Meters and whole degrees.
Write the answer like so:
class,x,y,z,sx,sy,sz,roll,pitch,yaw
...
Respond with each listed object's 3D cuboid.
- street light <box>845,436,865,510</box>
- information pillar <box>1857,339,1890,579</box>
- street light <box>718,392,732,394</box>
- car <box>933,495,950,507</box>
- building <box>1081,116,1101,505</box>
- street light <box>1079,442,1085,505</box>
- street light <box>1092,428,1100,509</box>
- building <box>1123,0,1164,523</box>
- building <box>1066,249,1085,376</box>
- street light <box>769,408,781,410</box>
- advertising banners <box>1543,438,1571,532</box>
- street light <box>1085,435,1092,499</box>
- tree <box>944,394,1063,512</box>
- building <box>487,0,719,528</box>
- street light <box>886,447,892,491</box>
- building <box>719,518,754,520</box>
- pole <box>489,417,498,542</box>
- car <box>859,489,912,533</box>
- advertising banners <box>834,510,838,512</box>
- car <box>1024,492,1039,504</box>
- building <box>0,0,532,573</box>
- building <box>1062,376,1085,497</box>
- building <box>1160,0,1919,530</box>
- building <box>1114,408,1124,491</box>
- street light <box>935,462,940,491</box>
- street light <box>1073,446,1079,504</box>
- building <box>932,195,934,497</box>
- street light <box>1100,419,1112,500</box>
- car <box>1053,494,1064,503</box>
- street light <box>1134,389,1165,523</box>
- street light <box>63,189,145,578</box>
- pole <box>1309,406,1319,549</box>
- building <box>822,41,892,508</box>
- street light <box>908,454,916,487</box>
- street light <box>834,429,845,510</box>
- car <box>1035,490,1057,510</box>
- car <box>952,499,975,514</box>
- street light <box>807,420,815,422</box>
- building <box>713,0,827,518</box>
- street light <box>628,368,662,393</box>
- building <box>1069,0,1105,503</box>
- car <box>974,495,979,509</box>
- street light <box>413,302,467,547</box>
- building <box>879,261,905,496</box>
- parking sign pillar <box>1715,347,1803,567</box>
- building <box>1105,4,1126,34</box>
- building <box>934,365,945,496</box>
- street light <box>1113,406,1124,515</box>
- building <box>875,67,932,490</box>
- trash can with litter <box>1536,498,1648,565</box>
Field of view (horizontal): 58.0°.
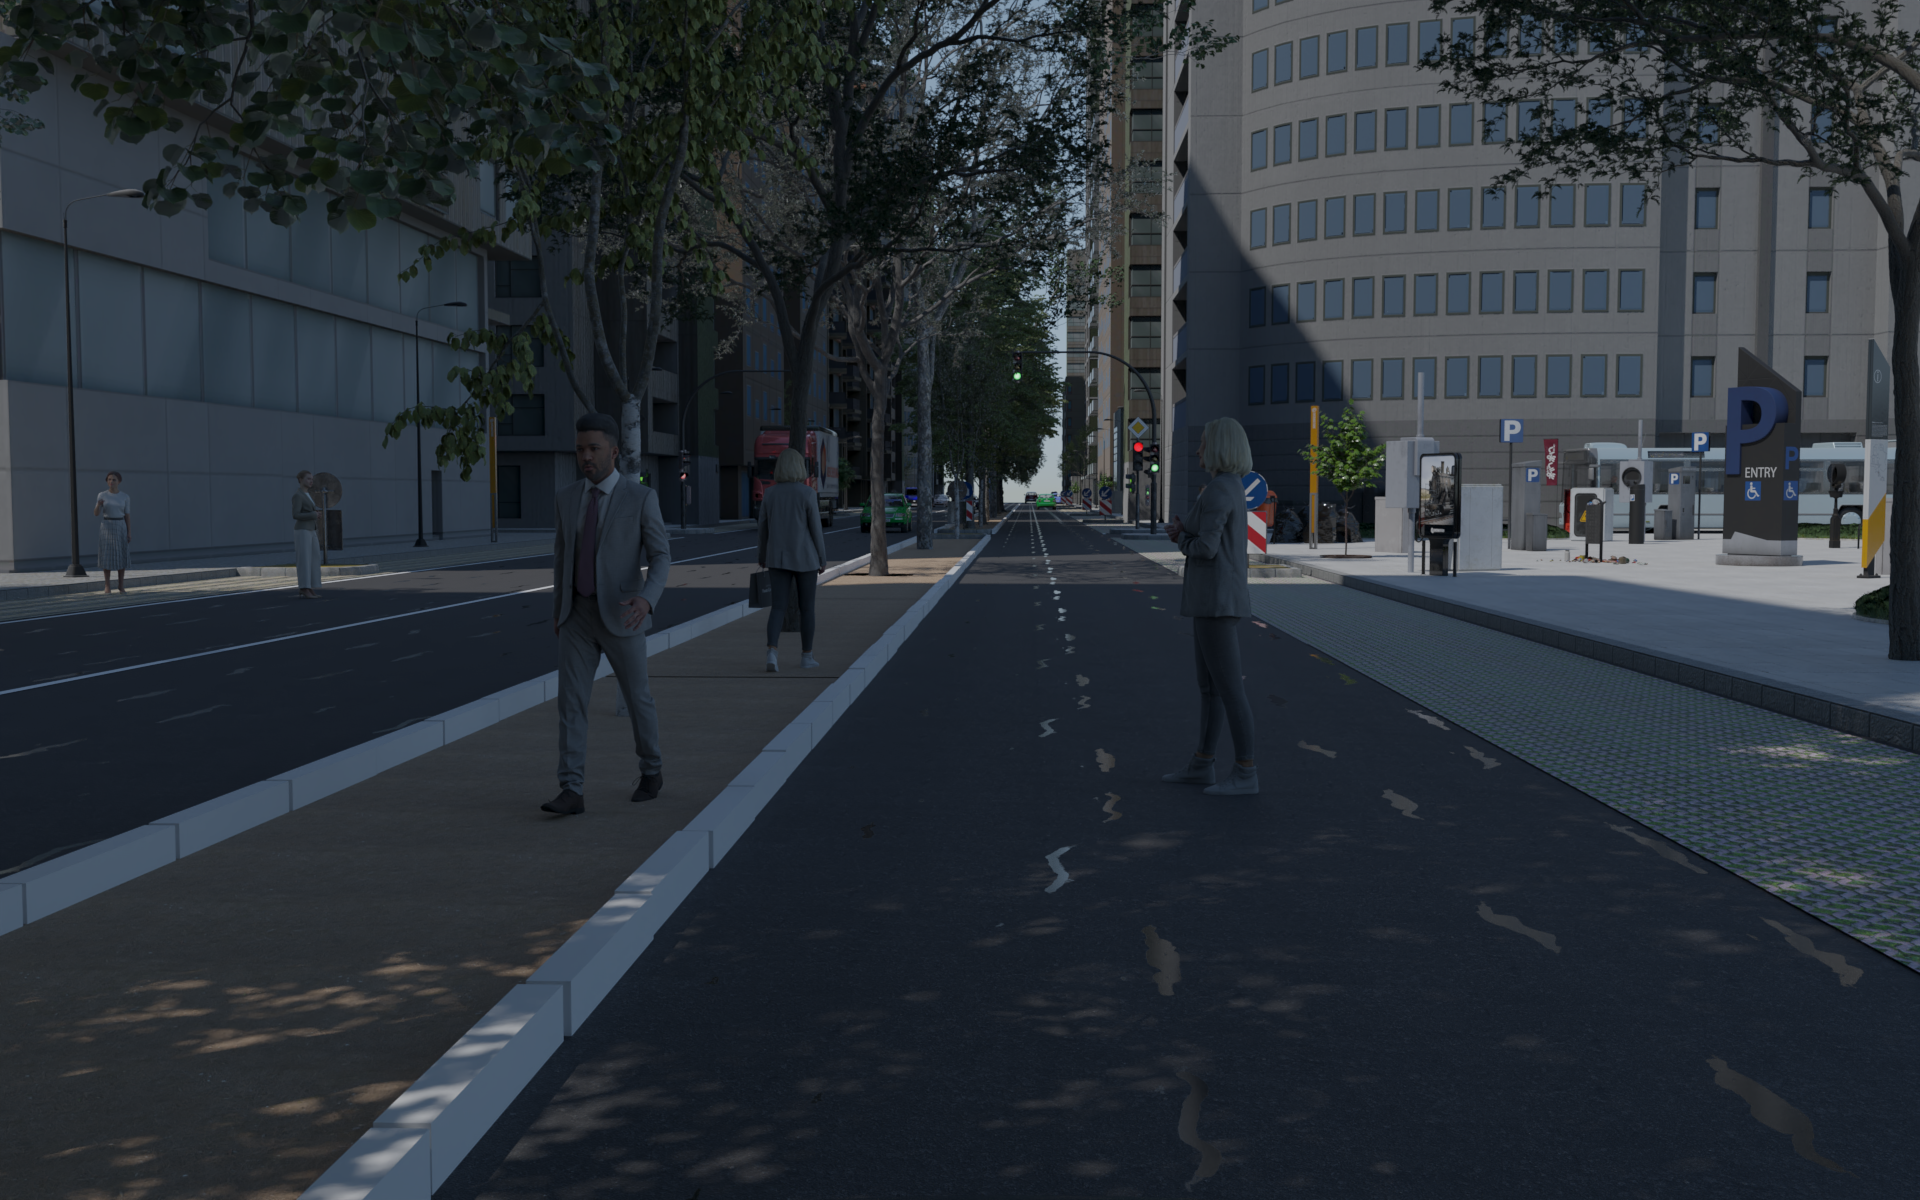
class,x,y,z,sx,sy,sz,roll,pitch,yaw
street light,-8.630,-10.251,140.141,1.470,5.913,1.316,0,4,2
information pillar,13.918,-2.139,26.330,0.504,3.616,0.183,-2,4,-32
street light,-11.013,-6.489,78.629,1.470,5.913,1.316,0,4,2
car,-2.159,-10.906,190.674,2.083,1.381,4.827,0,4,3
building,26.082,-35.356,197.684,23.786,49.044,30.456,0,4,2
street light,11.588,-11.088,153.823,1.470,5.913,1.316,0,4,2
street light,10.251,-9.133,121.873,1.470,5.913,1.316,0,4,2
building,15.651,-19.573,91.715,14.160,30.474,14.107,0,4,2
building,24.748,-37.064,289.591,14.154,41.232,14.086,0,4,2
street light,-10.346,-7.401,93.555,1.470,5.913,1.316,0,4,2
advertising banners,19.141,-3.545,54.142,0.090,3.025,2.074,-3,5,-40
street light,10.868,-10.066,137.116,1.470,5.913,1.316,0,4,2
tree,3.156,-13.119,133.964,9.611,12.733,9.660,0,3,0
building,-18.037,-18.237,69.883,14.160,30.474,14.107,0,4,2
street light,-7.391,-12.077,169.997,1.470,5.913,1.316,0,4,2
building,-17.272,-26.998,91.529,14.600,45.320,14.200,0,4,2
pole,-12.382,-3.188,45.960,0.158,3.312,0.155,0,3,0
car,-2.778,-3.470,65.527,1.959,1.807,4.718,0,4,1
advertising banners,-9.173,-8.033,127.523,0.090,3.025,2.074,0,4,5
car,10.756,-15.432,260.992,2.281,1.827,5.304,0,4,2
building,-26.983,-27.615,40.743,27.495,52.752,28.713,0,4,2
building,29.875,-25.879,268.158,27.650,21.520,28.899,0,4,2
building,23.153,-32.329,70.586,28.212,58.520,21.231,0,4,2
building,22.811,-49.393,120.241,22.319,86.520,31.000,0,4,2
street light,-3.509,-18.109,268.621,1.470,5.913,1.316,0,4,2
street light,12.061,-12.001,168.757,1.470,5.913,1.316,0,4,2
building,-15.227,-44.242,265.363,21.231,58.520,28.212,0,4,2
street light,9.572,-8.221,106.947,1.470,5.913,1.316,0,4,2
car,13.508,-14.180,241.439,1.945,1.707,3.694,0,4,3
street light,8.402,-6.380,76.858,1.470,5.913,1.316,0,4,2
street light,-13.128,-3.305,26.579,1.470,5.913,1.316,0,4,2
pole,8.218,-2.834,40.182,0.158,3.312,0.155,0,3,0
building,-18.827,-32.249,181.903,22.147,44.769,28.867,0,4,2
street light,-6.180,-13.940,200.452,1.470,5.913,1.316,0,4,2
street light,-9.203,-9.235,123.532,1.470,5.913,1.316,0,4,2
car,7.827,-9.100,157.585,1.959,1.807,4.718,0,4,1
car,0.152,-6.712,122.319,1.945,1.354,3.894,0,4,4
street light,-9.764,-8.315,108.485,1.470,5.913,1.316,0,4,2
building,-16.476,-28.352,113.673,14.600,45.320,14.200,0,4,2
street light,-11.617,-5.575,63.700,1.470,5.913,1.316,0,4,2
building,25.840,-49.164,242.074,20.563,71.187,20.611,0,4,2
car,0.977,-9.156,162.281,1.945,1.354,3.894,0,4,3
street light,-12.582,-4.245,41.947,1.470,5.913,1.316,0,4,2
building,-14.014,-26.440,203.993,14.160,30.474,14.107,0,4,2
parking sign pillar,14.446,-2.613,31.202,1.447,3.967,1.447,-2,4,-23
building,19.414,-30.393,147.038,14.600,45.320,14.200,0,4,2
building,-9.935,-31.565,287.786,14.160,30.474,14.107,0,4,2
street light,9.030,-7.293,91.786,1.470,5.913,1.316,0,4,2
building,-15.642,-42.515,237.125,21.231,58.520,28.212,0,4,2
trash can with litter,11.946,-1.300,32.308,1.678,1.210,2.233,-1,4,-10
